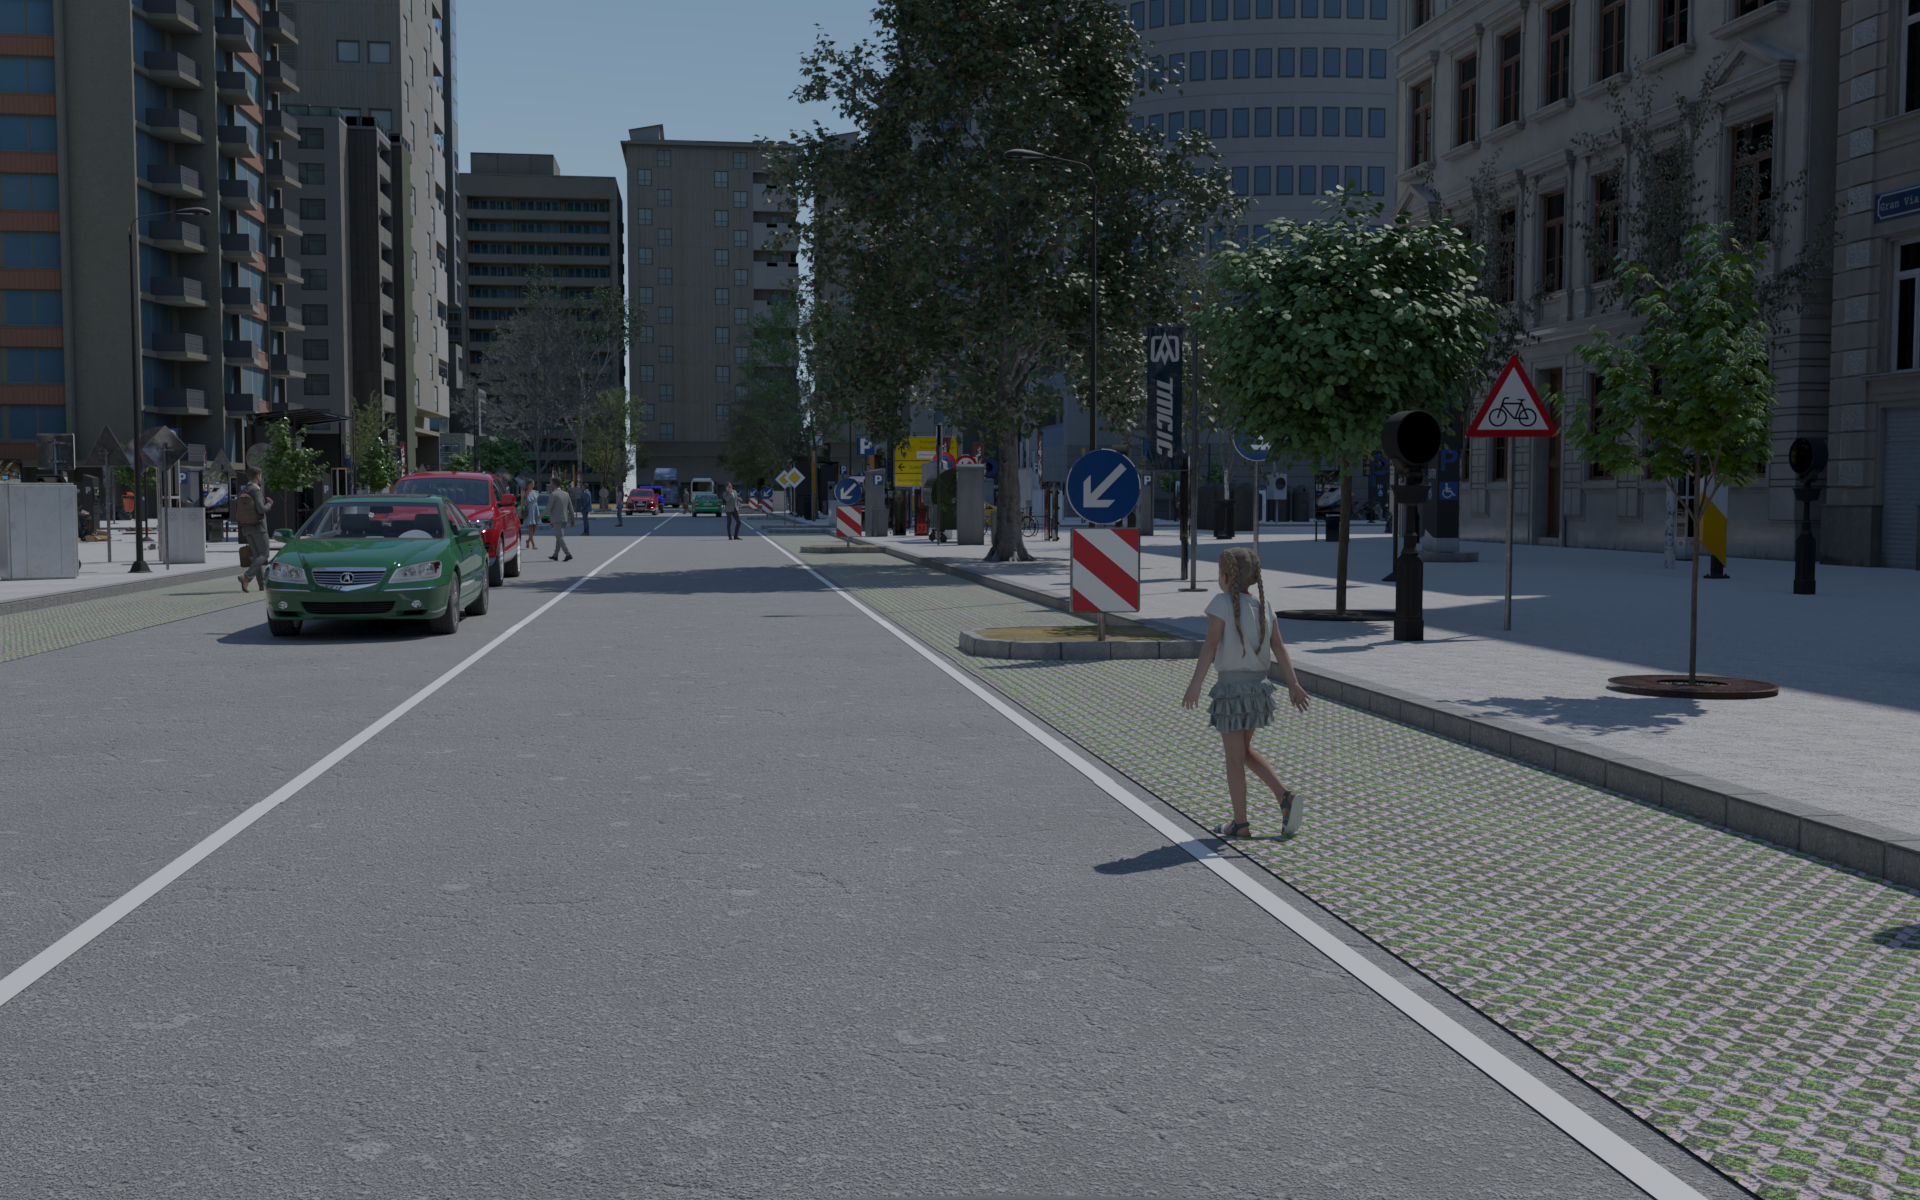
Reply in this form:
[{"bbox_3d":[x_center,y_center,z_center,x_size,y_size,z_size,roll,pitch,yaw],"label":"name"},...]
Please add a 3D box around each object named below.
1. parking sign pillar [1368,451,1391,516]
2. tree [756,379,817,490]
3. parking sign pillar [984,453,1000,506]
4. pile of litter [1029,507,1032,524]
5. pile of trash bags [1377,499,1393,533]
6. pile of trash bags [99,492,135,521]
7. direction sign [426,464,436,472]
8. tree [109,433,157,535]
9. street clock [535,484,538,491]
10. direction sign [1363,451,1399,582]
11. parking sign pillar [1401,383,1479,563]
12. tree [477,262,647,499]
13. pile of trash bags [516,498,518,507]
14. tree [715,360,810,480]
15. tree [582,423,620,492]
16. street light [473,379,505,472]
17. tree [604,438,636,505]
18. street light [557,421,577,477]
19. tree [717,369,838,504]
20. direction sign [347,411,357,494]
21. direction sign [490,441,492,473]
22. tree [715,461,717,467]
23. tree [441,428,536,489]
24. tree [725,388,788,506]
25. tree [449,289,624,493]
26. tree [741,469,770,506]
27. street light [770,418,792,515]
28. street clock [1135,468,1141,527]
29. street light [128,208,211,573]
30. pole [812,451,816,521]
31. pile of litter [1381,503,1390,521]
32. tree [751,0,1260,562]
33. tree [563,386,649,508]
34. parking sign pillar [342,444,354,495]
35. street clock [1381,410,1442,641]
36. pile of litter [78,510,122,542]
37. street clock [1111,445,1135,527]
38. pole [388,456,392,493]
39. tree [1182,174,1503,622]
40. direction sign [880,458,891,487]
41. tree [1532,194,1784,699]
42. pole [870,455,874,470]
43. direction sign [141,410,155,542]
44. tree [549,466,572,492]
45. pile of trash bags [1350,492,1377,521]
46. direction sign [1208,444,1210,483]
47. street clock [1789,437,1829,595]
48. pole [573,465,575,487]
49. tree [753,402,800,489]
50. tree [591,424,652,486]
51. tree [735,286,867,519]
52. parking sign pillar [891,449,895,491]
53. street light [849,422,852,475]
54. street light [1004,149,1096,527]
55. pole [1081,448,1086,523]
[{"bbox_3d":[21.546,-6.123,88.576,1.447,3.967,1.447,1,4,14],"label":"parking sign pillar"},{"bbox_3d":[-10.816,-9.822,110.950,4.360,8.622,3.978,0,3,0],"label":"tree"},{"bbox_3d":[1.557,-6.390,92.941,1.447,3.967,1.447,0,4,-4],"label":"parking sign pillar"},{"bbox_3d":[3.548,-3.825,76.504,1.176,0.858,1.719,-2,4,-31],"label":"pile of litter"},{"bbox_3d":[15.800,-2.881,56.861,3.447,1.369,1.912,-1,4,-20],"label":"pile of trash bags"},{"bbox_3d":[-40.754,-4.508,83.457,3.447,1.369,1.912,3,4,37],"label":"pile of trash bags"},{"bbox_3d":[-39.296,-8.366,128.774,0.379,3.537,0.876,3,4,38],"label":"direction sign"},{"bbox_3d":[-26.057,-3.707,55.209,1.663,3.219,1.824,0,3,0],"label":"tree"},{"bbox_3d":[-31.931,-7.717,130.747,0.358,2.002,0.471,-2,4,-25],"label":"street clock"},{"bbox_3d":[6.401,-2.042,25.384,0.876,3.537,0.379,3,5,43],"label":"direction sign"},{"bbox_3d":[9.184,-2.726,33.044,1.447,3.967,1.447,0,4,3],"label":"parking sign pillar"},{"bbox_3d":[-32.842,-17.581,143.346,12.611,20.169,13.585,0,3,0],"label":"tree"},{"bbox_3d":[-37.322,-8.016,140.811,1.912,1.369,3.447,2,4,30],"label":"pile of trash bags"},{"bbox_3d":[-17.200,-14.937,154.596,12.009,13.543,11.850,0,3,0],"label":"tree"},{"bbox_3d":[-36.812,-13.924,178.014,4.737,8.622,4.395,0,3,0],"label":"tree"},{"bbox_3d":[-19.045,-5.958,69.952,1.470,5.913,1.316,-1,4,-8],"label":"street light"},{"bbox_3d":[-41.557,-15.888,210.128,4.360,8.622,3.978,0,3,0],"label":"tree"},{"bbox_3d":[-25.016,-8.419,110.197,1.470,5.913,1.316,-1,4,-8],"label":"street light"},{"bbox_3d":[-13.166,-11.956,129.891,8.767,10.594,7.601,-1,4,-15],"label":"tree"},{"bbox_3d":[-16.701,-3.414,47.815,0.379,3.537,0.876,-1,4,-16],"label":"direction sign"},{"bbox_3d":[-20.305,-5.076,74.985,0.379,3.537,0.876,-1,4,-15],"label":"direction sign"},{"bbox_3d":[-27.475,-17.593,222.057,8.767,10.594,7.601,0,4,7],"label":"tree"},{"bbox_3d":[-22.975,-6.279,86.377,4.285,4.588,4.351,0,3,0],"label":"tree"},{"bbox_3d":[-21.208,-16.249,183.794,7.486,12.596,7.792,0,3,0],"label":"tree"},{"bbox_3d":[-25.026,-11.791,103.154,12.009,13.543,11.850,0,3,0],"label":"tree"},{"bbox_3d":[-22.441,-12.686,191.134,4.285,4.588,4.351,0,3,0],"label":"tree"},{"bbox_3d":[-10.913,-8.175,106.207,1.470,5.913,1.316,-1,4,-8],"label":"street light"},{"bbox_3d":[4.755,-2.654,47.961,0.471,2.002,0.358,3,5,45],"label":"street clock"},{"bbox_3d":[-12.852,-3.403,28.177,1.470,5.913,1.316,-1,4,-8],"label":"street light"},{"bbox_3d":[-6.874,-5.353,81.368,0.158,3.312,0.155,0,3,0],"label":"pole"},{"bbox_3d":[20.412,-4.134,81.554,1.176,0.858,1.719,1,4,15],"label":"pile of litter"},{"bbox_3d":[0.868,-7.093,32.984,9.611,12.733,9.660,0,3,0],"label":"tree"},{"bbox_3d":[-33.177,-14.476,162.442,9.928,11.665,9.643,0,3,0],"label":"tree"},{"bbox_3d":[-33.238,-6.459,94.081,1.447,3.967,1.447,-1,4,-12],"label":"parking sign pillar"},{"bbox_3d":[3.931,-0.645,15.120,0.471,2.002,0.358,-1,4,-21],"label":"street clock"},{"bbox_3d":[-23.455,-2.001,46.688,1.719,0.858,1.176,-3,5,-44],"label":"pile of litter"},{"bbox_3d":[2.352,-1.287,25.608,0.358,2.002,0.471,1,4,8],"label":"street clock"},{"bbox_3d":[-29.444,-5.853,89.543,0.158,3.312,0.155,0,3,0],"label":"pole"},{"bbox_3d":[3.917,-2.094,17.951,4.285,4.588,4.351,0,3,0],"label":"tree"},{"bbox_3d":[-4.643,-7.142,108.766,0.876,3.537,0.379,2,4,28],"label":"direction sign"},{"bbox_3d":[4.889,-1.022,11.314,1.663,3.219,1.824,0,3,0],"label":"tree"},{"bbox_3d":[-3.157,-4.184,62.260,0.158,3.312,0.155,0,3,0],"label":"pole"},{"bbox_3d":[-22.028,-3.353,46.813,0.379,3.537,0.876,-2,4,-30],"label":"direction sign"},{"bbox_3d":[-27.416,-7.613,119.068,1.663,3.219,1.824,0,3,0],"label":"tree"},{"bbox_3d":[19.576,-4.625,85.368,1.912,1.369,3.447,0,4,-4],"label":"pile of trash bags"},{"bbox_3d":[11.251,-5.274,78.219,0.379,3.537,0.876,0,4,4],"label":"direction sign"},{"bbox_3d":[10.810,-1.073,22.113,0.358,2.002,0.471,-1,4,-11],"label":"street clock"},{"bbox_3d":[-26.916,-7.749,120.541,0.158,3.312,0.155,0,3,0],"label":"pole"},{"bbox_3d":[-14.798,-11.464,137.803,4.737,8.622,4.395,0,3,0],"label":"tree"},{"bbox_3d":[-43.150,-17.493,220.414,8.767,10.594,7.601,0,4,-1],"label":"tree"},{"bbox_3d":[-7.540,-9.916,87.876,9.928,11.665,9.643,0,3,0],"label":"tree"},{"bbox_3d":[-3.669,-7.004,102.988,1.447,3.967,1.447,1,4,22],"label":"parking sign pillar"},{"bbox_3d":[-4.558,-5.561,63.471,1.470,5.913,1.316,-1,4,-8],"label":"street light"},{"bbox_3d":[1.284,-3.122,23.589,1.470,5.913,1.316,-1,4,-8],"label":"street light"},{"bbox_3d":[5.438,-5.037,76.202,0.158,3.312,0.155,0,3,0],"label":"pole"}]
